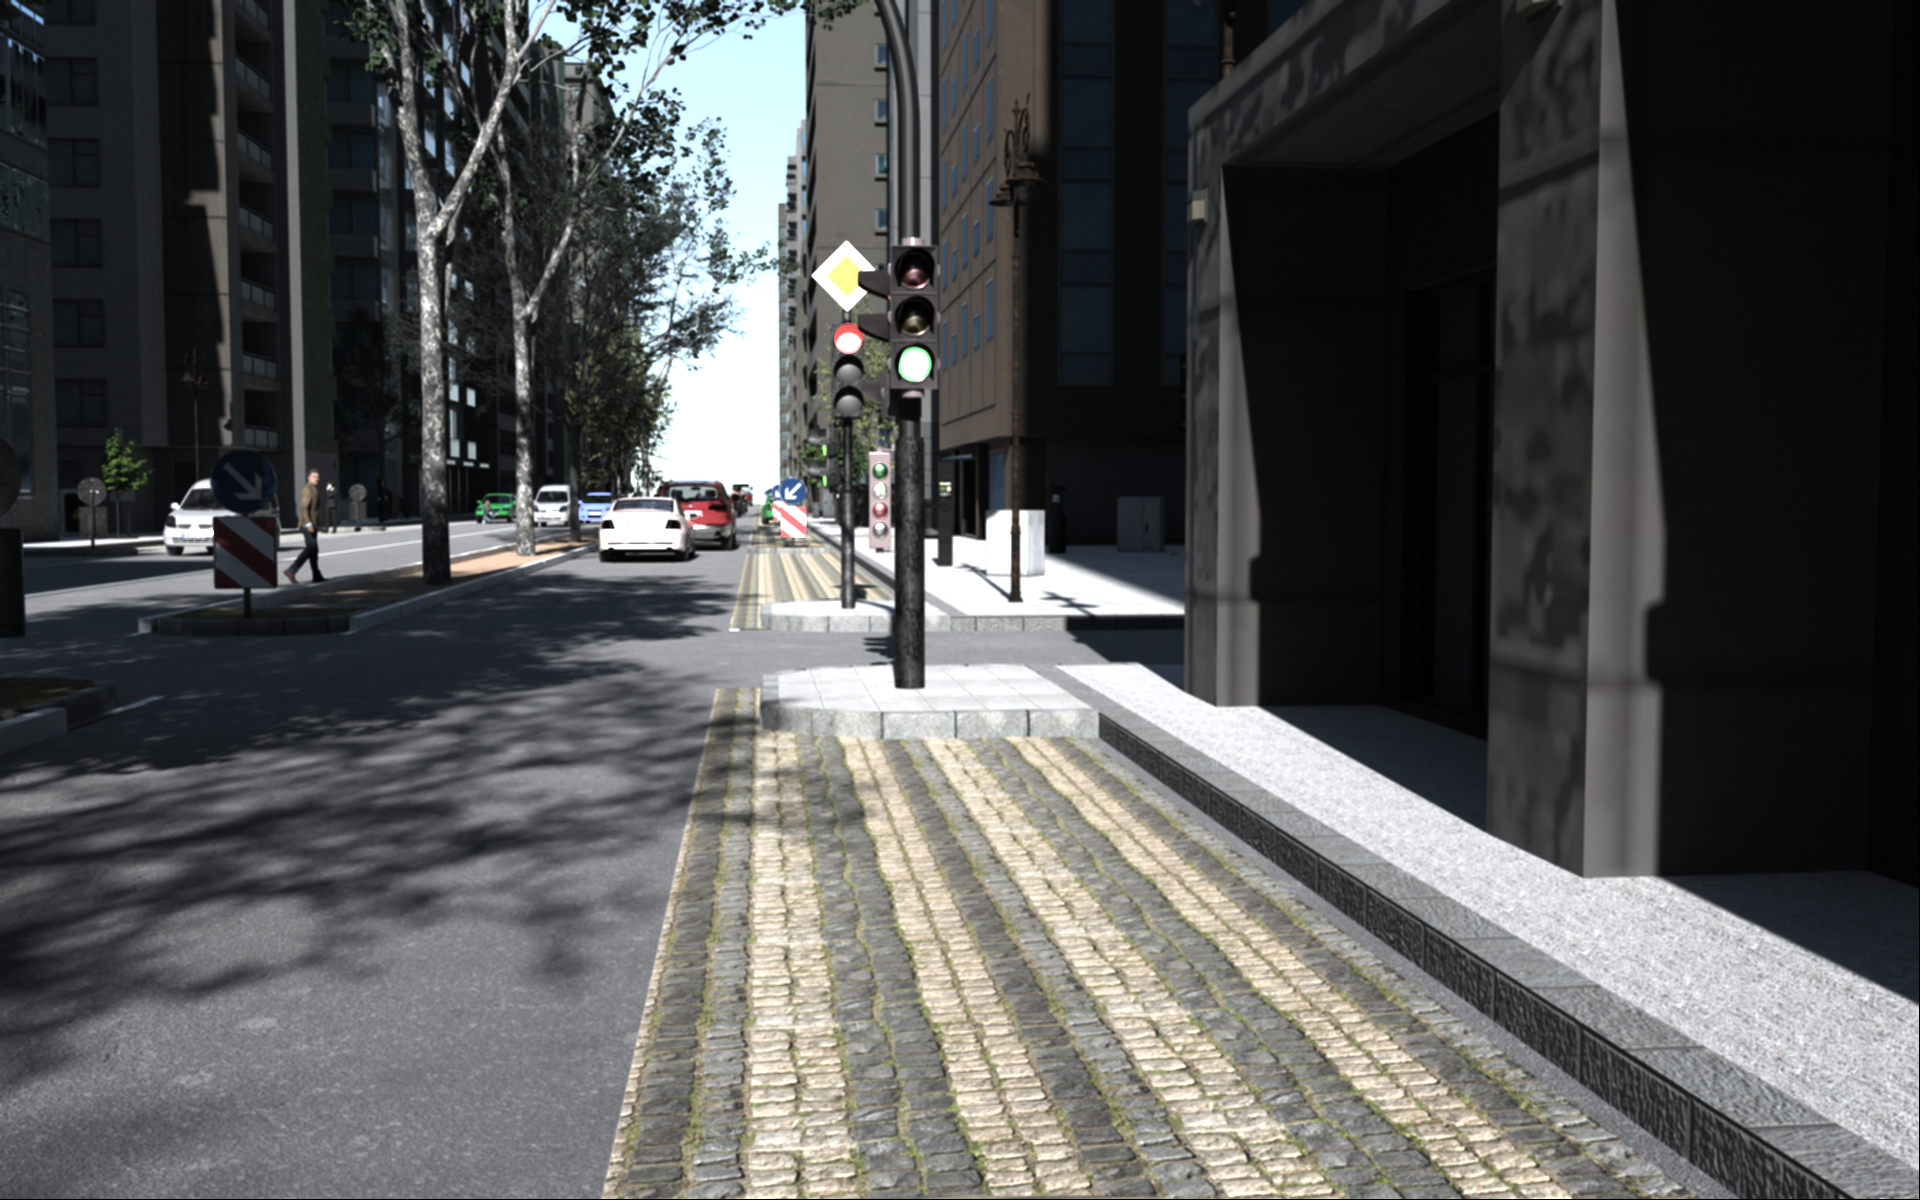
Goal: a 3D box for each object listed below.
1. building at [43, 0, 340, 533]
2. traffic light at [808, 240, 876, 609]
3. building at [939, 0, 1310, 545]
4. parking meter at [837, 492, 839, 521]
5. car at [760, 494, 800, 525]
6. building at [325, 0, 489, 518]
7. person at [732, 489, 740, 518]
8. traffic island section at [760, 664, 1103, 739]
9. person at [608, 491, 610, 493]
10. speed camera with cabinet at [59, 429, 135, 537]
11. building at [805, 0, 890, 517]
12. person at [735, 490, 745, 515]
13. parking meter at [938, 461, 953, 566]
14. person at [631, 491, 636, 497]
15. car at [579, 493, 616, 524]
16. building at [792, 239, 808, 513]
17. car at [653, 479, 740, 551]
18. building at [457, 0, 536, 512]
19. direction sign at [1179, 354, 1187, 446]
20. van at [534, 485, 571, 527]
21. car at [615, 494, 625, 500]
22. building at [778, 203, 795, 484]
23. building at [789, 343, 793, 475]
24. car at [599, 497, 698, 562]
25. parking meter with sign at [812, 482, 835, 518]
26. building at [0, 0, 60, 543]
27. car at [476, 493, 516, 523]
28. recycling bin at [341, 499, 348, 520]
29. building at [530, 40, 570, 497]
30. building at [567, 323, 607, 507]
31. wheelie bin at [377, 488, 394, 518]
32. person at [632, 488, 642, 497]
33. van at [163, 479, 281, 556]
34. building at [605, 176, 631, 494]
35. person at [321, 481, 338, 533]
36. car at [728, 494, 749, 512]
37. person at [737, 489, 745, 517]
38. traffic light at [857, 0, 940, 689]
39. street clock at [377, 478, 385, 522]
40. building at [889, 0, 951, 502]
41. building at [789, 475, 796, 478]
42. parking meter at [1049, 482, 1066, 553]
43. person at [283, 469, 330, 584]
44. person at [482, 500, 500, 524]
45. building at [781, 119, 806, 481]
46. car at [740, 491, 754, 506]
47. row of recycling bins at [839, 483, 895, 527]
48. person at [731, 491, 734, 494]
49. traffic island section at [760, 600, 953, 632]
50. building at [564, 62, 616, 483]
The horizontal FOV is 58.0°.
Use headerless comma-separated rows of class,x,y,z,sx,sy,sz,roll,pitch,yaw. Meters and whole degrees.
building,-31.089,-23.066,60.726,14.154,41.232,14.086,0,4,-7
traffic light,-1.275,-1.860,19.335,0.839,4.253,0.868,0,4,-7
building,6.988,-24.410,49.211,14.600,45.320,14.200,0,4,-7
parking meter,-5.803,-4.573,83.184,0.372,1.533,0.369,0,3,0
car,-8.478,-4.476,81.979,1.959,1.807,4.718,-1,4,-8
building,-42.363,-29.681,104.893,23.786,49.044,30.456,0,4,-7
person,-13.540,-5.785,104.001,0.530,1.710,0.541,-1,4,-22
traffic island section,-0.321,0.658,11.521,2.009,0.180,2.903,0,4,-7
person,-34.006,-9.708,167.892,0.621,1.740,0.551,0,4,-4
speed camera with cabinet,-26.171,-3.558,52.506,2.038,3.252,0.660,-2,4,-27
building,1.420,-29.572,107.202,21.300,48.544,21.600,0,4,-7
person,-15.125,-6.720,119.170,0.742,1.727,0.445,0,4,-2
parking meter,-0.262,-1.538,30.850,0.255,1.863,0.399,0,4,0
person,-34.070,-10.512,181.086,0.721,1.735,1.217,3,4,39
car,-17.583,-4.574,84.382,1.945,1.707,3.694,0,4,-5
building,1.504,-17.642,133.485,27.650,21.520,28.899,0,4,-7
car,-6.915,-2.238,45.263,2.281,1.827,5.304,0,4,-6
building,-44.691,-31.046,131.296,21.300,48.544,21.600,0,4,-7
direction sign,3.988,-2.204,28.029,0.876,3.537,0.379,1,4,15
van,-17.767,-4.220,76.006,2.013,2.044,4.112,0,4,-5
car,-30.987,-8.926,156.159,2.015,1.641,3.980,0,4,-5
building,-18.659,-34.378,245.679,14.154,41.232,14.086,0,4,-7
building,-5.023,-21.384,194.665,27.650,21.520,28.899,0,4,-7
car,-6.820,-1.565,37.952,2.083,1.381,4.827,0,4,-6
parking meter with sign,-6.934,-5.829,91.564,1.738,3.016,0.543,0,4,-4
building,-32.067,-43.784,28.544,22.319,86.520,31.000,0,4,-7
car,-23.169,-4.788,87.087,1.959,1.807,4.718,0,4,-6
recycling bin,-31.159,-4.556,87.044,0.722,1.027,0.722,-3,4,-38
building,-42.087,-28.579,150.860,14.154,41.232,14.086,0,4,-7
building,-53.677,-20.961,187.746,27.650,21.520,28.899,0,4,-7
wheelie bin,-30.224,-5.091,91.152,0.693,1.594,0.980,-3,5,-43
person,-21.350,-6.492,114.651,1.348,1.823,0.705,-3,5,-41
van,-17.685,-2.115,41.584,2.013,2.044,4.112,0,4,-5
building,-52.795,-35.899,237.059,14.600,45.320,14.200,0,4,-7
person,-22.938,-3.375,63.048,0.648,1.900,0.474,3,4,37
car,-17.889,-7.733,138.230,2.131,1.459,4.920,0,4,-8
person,-13.395,-5.913,105.973,0.742,1.727,0.445,2,4,28
traffic light,-2.430,-2.224,11.023,4.771,5.953,1.251,0,4,-7
street clock,-26.175,-4.509,78.290,0.358,2.002,0.471,0,4,-6
building,7.280,-32.794,78.186,21.231,58.520,28.212,0,4,-7
building,0.401,-28.592,159.358,32.217,40.220,23.993,0,4,-7
parking meter,2.118,-1.784,37.577,0.372,1.533,0.369,0,3,0
person,-10.490,-1.191,27.876,0.656,1.842,0.836,3,5,40
person,-22.649,-4.259,83.630,0.738,1.151,1.012,2,4,24
building,-11.207,-36.961,223.920,23.786,49.044,30.456,0,4,-7
car,-25.420,-11.929,203.711,2.281,1.827,5.304,0,4,-6
row of recycling bins,-3.574,-3.746,68.360,1.069,1.692,3.534,-3,5,-40
person,-19.302,-8.435,147.334,0.530,1.710,0.541,2,4,31
traffic island section,-1.234,0.173,19.454,2.009,0.180,2.903,0,4,-7
building,-57.699,-38.293,215.324,28.713,52.752,27.495,0,4,-7
